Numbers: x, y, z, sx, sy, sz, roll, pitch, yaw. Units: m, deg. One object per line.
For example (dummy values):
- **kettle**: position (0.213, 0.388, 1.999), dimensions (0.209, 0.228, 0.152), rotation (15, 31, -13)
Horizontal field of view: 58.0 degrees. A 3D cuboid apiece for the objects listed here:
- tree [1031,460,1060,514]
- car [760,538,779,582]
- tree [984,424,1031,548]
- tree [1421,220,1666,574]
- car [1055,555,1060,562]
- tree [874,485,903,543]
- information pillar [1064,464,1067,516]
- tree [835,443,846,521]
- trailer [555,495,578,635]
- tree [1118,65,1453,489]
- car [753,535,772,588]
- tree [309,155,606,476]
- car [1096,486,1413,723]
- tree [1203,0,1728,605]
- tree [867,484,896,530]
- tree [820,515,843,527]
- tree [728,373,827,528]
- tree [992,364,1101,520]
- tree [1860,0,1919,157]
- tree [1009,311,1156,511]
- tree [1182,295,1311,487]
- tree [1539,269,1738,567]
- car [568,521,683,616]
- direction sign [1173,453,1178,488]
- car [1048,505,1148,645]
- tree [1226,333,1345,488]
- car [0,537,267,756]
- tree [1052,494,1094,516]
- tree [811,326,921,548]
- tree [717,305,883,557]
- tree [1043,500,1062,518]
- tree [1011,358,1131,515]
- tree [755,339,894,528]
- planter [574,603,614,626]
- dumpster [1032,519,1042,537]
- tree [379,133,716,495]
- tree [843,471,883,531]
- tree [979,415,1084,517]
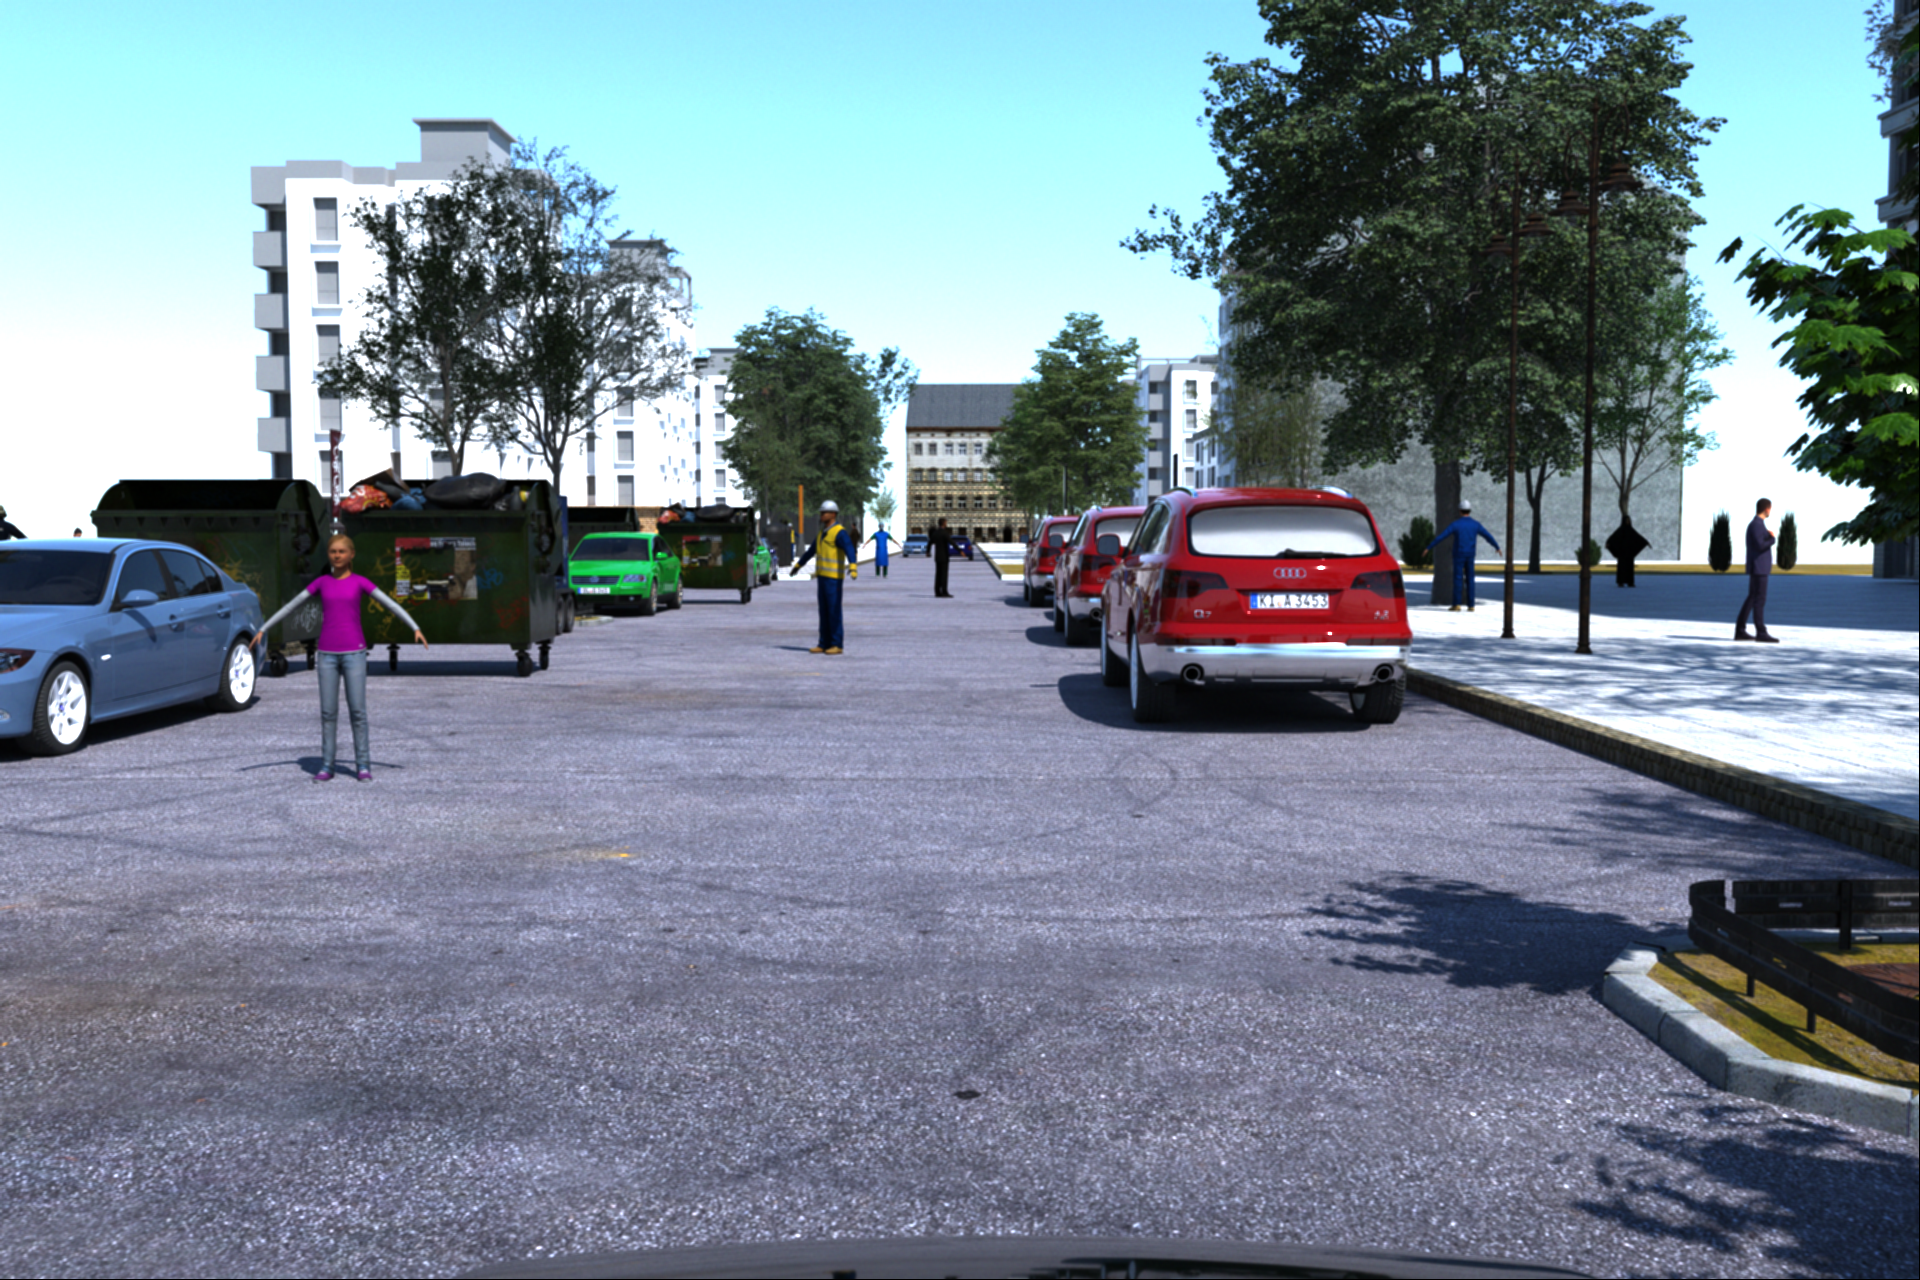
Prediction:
- **tree**: position (6.180, -11.244, 134.199), dimensions (4.360, 8.622, 3.978), rotation (0, 3, 0)
- **car**: position (-6.509, -2.438, 52.448), dimensions (1.945, 1.354, 3.894), rotation (0, 3, 0)
- **tree**: position (6.052, -14.073, 155.841), dimensions (9.928, 11.665, 9.643), rotation (0, 3, 0)
- **tree**: position (18.565, -7.953, 55.790), dimensions (9.928, 11.665, 9.643), rotation (0, 3, 0)
- **car**: position (2.718, -1.089, 29.605), dimensions (2.131, 1.459, 4.920), rotation (0, 4, 0)
- **tree**: position (-9.902, -18.408, 251.326), dimensions (4.360, 8.622, 3.978), rotation (0, 3, 0)
- **information pillar**: position (3.563, -4.110, 58.546), dimensions (0.183, 3.616, 0.504), rotation (0, 4, -1)
- **tree**: position (-9.567, -10.884, 128.321), dimensions (4.360, 8.622, 3.978), rotation (0, 3, 0)
- **trailer**: position (-6.365, -1.043, 24.103), dimensions (1.471, 1.999, 3.904), rotation (0, 3, 0)
- **tree**: position (12.902, -13.205, 71.798), dimensions (12.611, 20.169, 13.585), rotation (0, 3, 0)
- **car**: position (-6.200, -2.345, 47.131), dimensions (1.959, 1.807, 4.718), rotation (0, 4, 1)
- **tree**: position (-11.993, -6.579, 41.972), dimensions (8.767, 10.594, 7.601), rotation (2, 4, 32)
- **car**: position (2.336, -0.368, 14.695), dimensions (2.281, 1.827, 5.304), rotation (0, 4, 1)
- **tree**: position (8.947, -7.620, 31.242), dimensions (9.857, 13.997, 8.962), rotation (0, 3, 0)
- **tree**: position (-11.250, -18.135, 246.876), dimensions (4.737, 8.622, 4.395), rotation (0, 3, 0)
- **tree**: position (-9.337, -11.353, 135.984), dimensions (4.360, 8.622, 3.978), rotation (0, 3, 0)
- **tree**: position (-9.043, -7.928, 79.986), dimensions (4.360, 8.622, 3.978), rotation (0, 3, 0)
- **tree**: position (5.978, -12.011, 114.501), dimensions (7.486, 12.596, 7.792), rotation (0, 3, 0)
- **tree**: position (9.233, -6.180, 11.409), dimensions (12.009, 13.543, 11.850), rotation (0, 3, 0)
- **tree**: position (6.357, -10.451, 88.996), dimensions (7.486, 12.596, 7.792), rotation (0, 3, 0)
- **tree**: position (9.029, -6.298, 53.337), dimensions (4.360, 8.622, 3.978), rotation (0, 3, 0)
- **tree**: position (26.157, -8.691, 67.853), dimensions (9.928, 11.665, 9.643), rotation (0, 3, 0)
- **car**: position (-6.220, -1.401, 31.697), dimensions (1.959, 1.807, 4.718), rotation (0, 3, 0)
- **direction sign**: position (6.074, -3.480, 48.898), dimensions (0.379, 3.537, 0.876), rotation (0, 3, 0)
- **car**: position (2.378, -0.928, 23.842), dimensions (2.281, 1.827, 5.304), rotation (0, 4, 1)
- **tree**: position (11.705, -6.668, 59.386), dimensions (4.360, 8.622, 3.978), rotation (0, 3, 0)
- **car**: position (-6.648, -0.043, 12.704), dimensions (2.014, 1.417, 4.499), rotation (0, 3, 0)
- **tree**: position (16.536, -20.337, 250.642), dimensions (7.486, 12.596, 7.792), rotation (0, 3, 0)
- **tree**: position (-10.845, -18.539, 158.994), dimensions (12.611, 20.169, 13.585), rotation (0, 3, 0)
- **tree**: position (-8.864, -11.522, 95.046), dimensions (9.857, 13.997, 8.962), rotation (0, 3, 0)
- **tree**: position (6.652, -12.005, 146.650), dimensions (4.360, 8.622, 3.978), rotation (0, 3, 0)
- **tree**: position (6.513, -10.752, 101.556), dimensions (9.928, 11.665, 9.643), rotation (0, 3, 0)
- **tree**: position (-8.614, -12.550, 111.845), dimensions (9.857, 13.997, 8.962), rotation (0, 3, 0)
- **planter**: position (-6.630, -0.401, 27.697), dimensions (1.991, 0.319, 1.994), rotation (0, 4, 0)
- **dumpster**: position (2.915, -2.460, 48.441), dimensions (1.865, 1.857, 1.264), rotation (0, 3, 0)
- **tree**: position (-12.555, -8.750, 53.432), dimensions (12.009, 13.543, 11.850), rotation (0, 3, 0)
- **tree**: position (-9.223, -12.007, 146.671), dimensions (4.360, 8.622, 3.978), rotation (0, 3, 0)
- **tree**: position (5.885, -11.642, 124.763), dimensions (8.767, 10.594, 7.601), rotation (-1, 4, -19)
